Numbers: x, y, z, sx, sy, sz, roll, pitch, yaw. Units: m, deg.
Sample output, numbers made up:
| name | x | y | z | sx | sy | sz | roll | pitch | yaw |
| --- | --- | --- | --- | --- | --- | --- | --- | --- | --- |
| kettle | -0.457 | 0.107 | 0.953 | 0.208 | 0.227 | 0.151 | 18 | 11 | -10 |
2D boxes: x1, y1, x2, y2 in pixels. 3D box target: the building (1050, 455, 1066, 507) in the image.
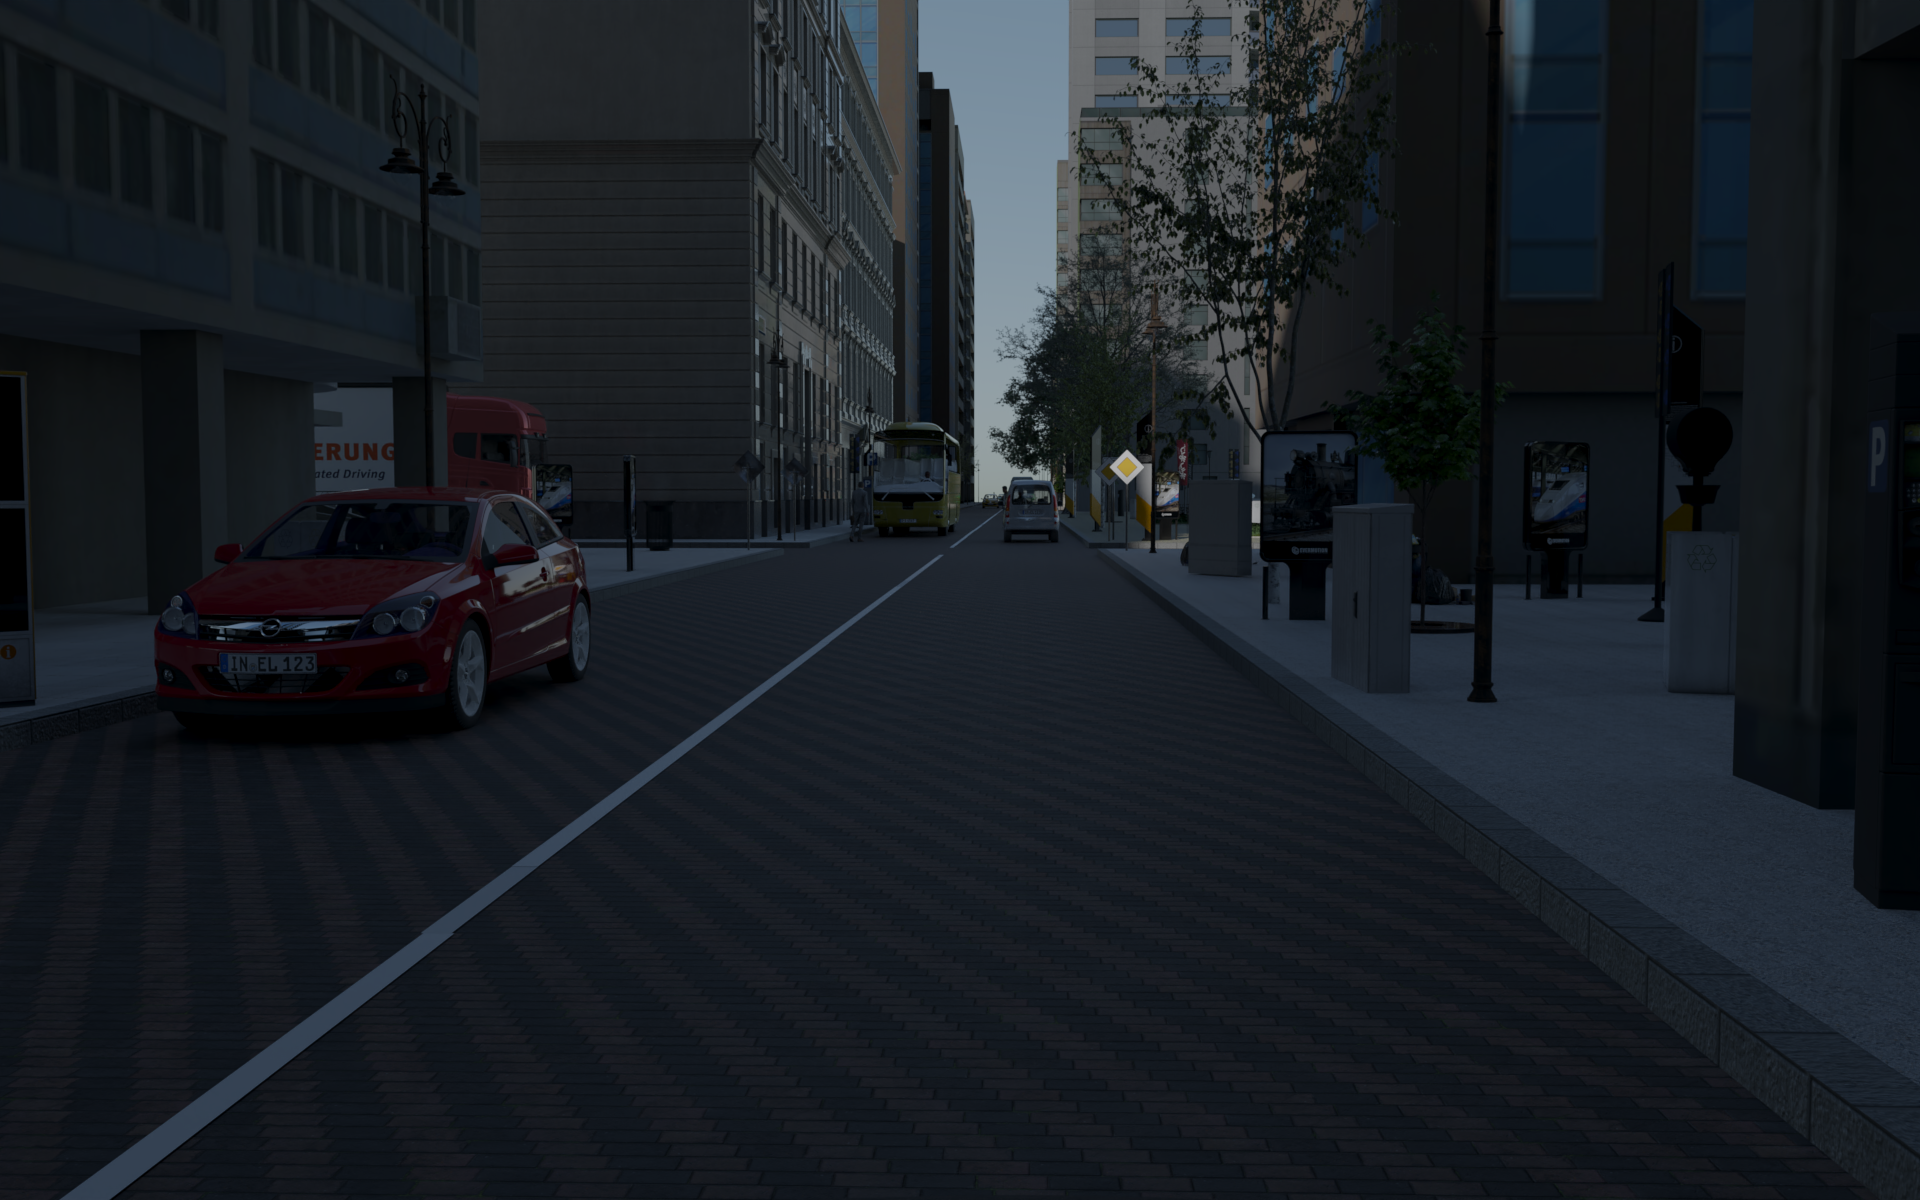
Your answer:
| name | x | y | z | sx | sy | sz | roll | pitch | yaw |
| --- | --- | --- | --- | --- | --- | --- | --- | --- | --- |
| building | 26.350 | -23.915 | 236.042 | 27.650 | 21.520 | 28.899 | 0 | 4 | 2 |

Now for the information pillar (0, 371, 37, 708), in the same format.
| name | x | y | z | sx | sy | sz | roll | pitch | yaw |
| --- | --- | --- | --- | --- | --- | --- | --- | --- | --- |
| information pillar | -5.805 | -0.364 | 10.439 | 0.304 | 2.012 | 0.304 | 3 | 5 | 45 |

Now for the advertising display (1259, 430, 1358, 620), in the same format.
| name | x | y | z | sx | sy | sz | roll | pitch | yaw |
| --- | --- | --- | --- | --- | --- | --- | --- | --- | --- |
| advertising display | 3.537 | -0.757 | 17.593 | 0.974 | 1.923 | 0.123 | 1 | 4 | 10 |

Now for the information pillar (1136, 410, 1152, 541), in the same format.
| name | x | y | z | sx | sy | sz | roll | pitch | yaw |
| --- | --- | --- | --- | --- | --- | --- | --- | --- | --- |
| information pillar | 5.077 | -3.428 | 47.396 | 0.504 | 3.616 | 0.183 | 1 | 4 | 9 |

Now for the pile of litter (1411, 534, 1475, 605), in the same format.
| name | x | y | z | sx | sy | sz | roll | pitch | yaw |
| --- | --- | --- | --- | --- | --- | --- | --- | --- | --- |
| pile of litter | 5.437 | -0.408 | 20.631 | 1.176 | 0.858 | 1.719 | -2 | 4 | -31 |

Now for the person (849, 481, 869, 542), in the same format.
| name | x | y | z | sx | sy | sz | roll | pitch | yaw |
| --- | --- | --- | --- | --- | --- | --- | --- | --- | --- |
| person | -3.020 | -2.660 | 52.106 | 0.709 | 1.813 | 0.853 | 2 | 4 | 23 |

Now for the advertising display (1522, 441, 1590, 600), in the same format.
| name | x | y | z | sx | sy | sz | roll | pitch | yaw |
| --- | --- | --- | --- | --- | --- | --- | --- | --- | --- |
| advertising display | 7.287 | -0.976 | 21.178 | 0.974 | 1.923 | 0.123 | -2 | 4 | -26 |

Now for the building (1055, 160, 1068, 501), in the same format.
| name | x | y | z | sx | sy | sz | roll | pitch | yaw |
| --- | --- | --- | --- | --- | --- | --- | --- | --- | --- |
| building | 18.872 | -32.456 | 214.244 | 14.154 | 41.232 | 14.086 | 0 | 4 | 2 |

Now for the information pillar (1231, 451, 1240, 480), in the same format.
| name | x | y | z | sx | sy | sz | roll | pitch | yaw |
| --- | --- | --- | --- | --- | --- | --- | --- | --- | --- |
| information pillar | 15.004 | -6.302 | 94.397 | 0.504 | 3.616 | 0.183 | -1 | 4 | -10 |

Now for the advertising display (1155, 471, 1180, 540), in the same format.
| name | x | y | z | sx | sy | sz | roll | pitch | yaw |
| --- | --- | --- | --- | --- | --- | --- | --- | --- | --- |
| advertising display | 5.733 | -2.636 | 48.307 | 0.974 | 1.923 | 0.123 | -3 | 4 | -36 |

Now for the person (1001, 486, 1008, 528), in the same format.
| name | x | y | z | sx | sy | sz | roll | pitch | yaw |
| --- | --- | --- | --- | --- | --- | --- | --- | --- | --- |
| person | 1.972 | -3.913 | 72.826 | 0.721 | 1.781 | 0.623 | -3 | 5 | -39 |

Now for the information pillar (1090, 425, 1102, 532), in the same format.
| name | x | y | z | sx | sy | sz | roll | pitch | yaw |
| --- | --- | --- | --- | --- | --- | --- | --- | --- | --- |
| information pillar | 4.625 | -4.138 | 59.008 | 0.183 | 3.616 | 0.504 | 3 | 5 | 45 |

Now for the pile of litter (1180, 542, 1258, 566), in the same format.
| name | x | y | z | sx | sy | sz | roll | pitch | yaw |
| --- | --- | --- | --- | --- | --- | --- | --- | --- | --- |
| pile of litter | 4.693 | -1.059 | 31.286 | 1.719 | 0.858 | 1.176 | -2 | 4 | -25 |

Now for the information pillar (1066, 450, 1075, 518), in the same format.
| name | x | y | z | sx | sy | sz | roll | pitch | yaw |
| --- | --- | --- | --- | --- | --- | --- | --- | --- | --- |
| information pillar | 5.897 | -6.206 | 92.822 | 0.504 | 3.616 | 0.183 | 2 | 4 | 32 |

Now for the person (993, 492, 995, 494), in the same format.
| name | x | y | z | sx | sy | sz | roll | pitch | yaw |
| --- | --- | --- | --- | --- | --- | --- | --- | --- | --- |
| person | 5.188 | -15.794 | 267.421 | 1.217 | 1.739 | 0.721 | 3 | 4 | 36 |

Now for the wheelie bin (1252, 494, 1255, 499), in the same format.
| name | x | y | z | sx | sy | sz | roll | pitch | yaw |
| --- | --- | --- | --- | --- | --- | --- | --- | --- | --- |
| wheelie bin | 11.119 | -3.688 | 68.209 | 0.980 | 1.594 | 0.693 | 1 | 4 | 13 |

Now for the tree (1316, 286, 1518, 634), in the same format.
| name | x | y | z | sx | sy | sz | roll | pitch | yaw |
| --- | --- | --- | --- | --- | --- | --- | --- | --- | --- |
| tree | 4.418 | -1.319 | 16.162 | 1.663 | 3.219 | 1.824 | 0 | 3 | 0 |

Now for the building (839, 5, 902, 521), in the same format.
| name | x | y | z | sx | sy | sz | roll | pitch | yaw |
| --- | --- | --- | --- | --- | --- | --- | --- | --- | --- |
| building | -13.011 | -19.486 | 95.015 | 17.030 | 29.872 | 44.131 | 0 | 4 | 2 |

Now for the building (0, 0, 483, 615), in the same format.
| name | x | y | z | sx | sy | sz | roll | pitch | yaw |
| --- | --- | --- | --- | --- | --- | --- | --- | --- | --- |
| building | -19.110 | -20.045 | 19.612 | 23.993 | 40.220 | 32.217 | 0 | 4 | 2 |

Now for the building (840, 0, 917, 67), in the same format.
| name | x | y | z | sx | sy | sz | roll | pitch | yaw |
| --- | --- | --- | --- | --- | --- | --- | --- | --- | --- |
| building | -10.518 | -29.310 | 129.335 | 14.600 | 45.320 | 14.200 | 0 | 4 | 2 |

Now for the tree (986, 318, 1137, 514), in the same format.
| name | x | y | z | sx | sy | sz | roll | pitch | yaw |
| --- | --- | --- | --- | --- | --- | --- | --- | --- | --- |
| tree | 6.865 | -11.847 | 110.704 | 9.611 | 12.733 | 9.660 | 0 | 3 | 0 |

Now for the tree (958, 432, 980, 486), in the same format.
| name | x | y | z | sx | sy | sz | roll | pitch | yaw |
| --- | --- | --- | --- | --- | --- | --- | --- | --- | --- |
| tree | 0.059 | -15.238 | 199.509 | 4.360 | 8.622 | 3.978 | 0 | 3 | 0 |

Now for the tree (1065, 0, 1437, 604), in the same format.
| name | x | y | z | sx | sy | sz | roll | pitch | yaw |
| --- | --- | --- | --- | --- | --- | --- | --- | --- | --- |
| tree | 3.589 | -4.278 | 20.308 | 4.360 | 8.622 | 3.978 | 0 | 3 | 0 |

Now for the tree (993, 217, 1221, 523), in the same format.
| name | x | y | z | sx | sy | sz | roll | pitch | yaw |
| --- | --- | --- | --- | --- | --- | --- | --- | --- | --- |
| tree | 6.654 | -10.250 | 77.960 | 12.009 | 13.543 | 11.850 | 0 | 3 | 0 |

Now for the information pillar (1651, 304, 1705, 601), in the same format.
| name | x | y | z | sx | sy | sz | roll | pitch | yaw |
| --- | --- | --- | --- | --- | --- | --- | --- | --- | --- |
| information pillar | 8.557 | -1.789 | 20.603 | 0.183 | 3.616 | 0.504 | -3 | 5 | -45 |

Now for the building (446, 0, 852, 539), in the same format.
| name | x | y | z | sx | sy | sz | roll | pitch | yaw |
| --- | --- | --- | --- | --- | --- | --- | --- | --- | --- |
| building | -11.015 | -16.097 | 60.444 | 12.463 | 27.353 | 25.104 | 0 | 4 | 2 |

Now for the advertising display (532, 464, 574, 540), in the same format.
| name | x | y | z | sx | sy | sz | roll | pitch | yaw |
| --- | --- | --- | --- | --- | --- | --- | --- | --- | --- |
| advertising display | -8.709 | -1.949 | 37.077 | 0.123 | 1.923 | 0.974 | 3 | 5 | 40 |

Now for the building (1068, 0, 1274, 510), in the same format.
| name | x | y | z | sx | sy | sz | roll | pitch | yaw |
| --- | --- | --- | --- | --- | --- | --- | --- | --- | --- |
| building | 20.046 | -37.352 | 152.705 | 21.231 | 58.520 | 28.212 | 0 | 4 | 2 |

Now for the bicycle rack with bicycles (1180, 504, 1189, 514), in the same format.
| name | x | y | z | sx | sy | sz | roll | pitch | yaw |
| --- | --- | --- | --- | --- | --- | --- | --- | --- | --- |
| bicycle rack with bicycles | 12.346 | -4.731 | 90.740 | 2.925 | 0.926 | 2.852 | 2 | 4 | 27 |

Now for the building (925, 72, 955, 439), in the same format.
| name | x | y | z | sx | sy | sz | roll | pitch | yaw |
| --- | --- | --- | --- | --- | --- | --- | --- | --- | --- |
| building | -7.737 | -32.921 | 188.373 | 14.600 | 45.320 | 14.200 | 0 | 4 | 2 |

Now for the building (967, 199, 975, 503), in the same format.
| name | x | y | z | sx | sy | sz | roll | pitch | yaw |
| --- | --- | --- | --- | --- | --- | --- | --- | --- | --- |
| building | -8.679 | -39.507 | 269.643 | 21.300 | 48.544 | 21.600 | 0 | 4 | 2 |

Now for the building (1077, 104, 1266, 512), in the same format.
| name | x | y | z | sx | sy | sz | roll | pitch | yaw |
| --- | --- | --- | --- | --- | --- | --- | --- | --- | --- |
| building | 15.957 | -22.072 | 132.575 | 14.160 | 30.474 | 14.107 | 0 | 4 | 2 |

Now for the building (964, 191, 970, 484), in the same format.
| name | x | y | z | sx | sy | sz | roll | pitch | yaw |
| --- | --- | --- | --- | --- | --- | --- | --- | --- | --- |
| building | -9.943 | -36.030 | 243.722 | 22.147 | 44.769 | 28.867 | 0 | 4 | 2 |

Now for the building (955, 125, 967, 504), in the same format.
| name | x | y | z | sx | sy | sz | roll | pitch | yaw |
| --- | --- | --- | --- | --- | --- | --- | --- | --- | --- |
| building | -10.487 | -36.320 | 217.529 | 21.300 | 48.544 | 21.600 | 0 | 4 | 2 |

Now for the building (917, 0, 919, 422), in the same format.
| name | x | y | z | sx | sy | sz | roll | pitch | yaw |
| --- | --- | --- | --- | --- | --- | --- | --- | --- | --- |
| building | -12.308 | -44.773 | 170.288 | 20.563 | 71.187 | 20.611 | 0 | 4 | 2 |

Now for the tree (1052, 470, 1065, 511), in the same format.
| name | x | y | z | sx | sy | sz | roll | pitch | yaw |
| --- | --- | --- | --- | --- | --- | --- | --- | --- | --- |
| tree | 7.698 | -8.552 | 134.433 | 1.663 | 3.219 | 1.824 | 0 | 3 | 0 |

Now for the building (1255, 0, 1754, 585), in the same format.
| name | x | y | z | sx | sy | sz | roll | pitch | yaw |
| --- | --- | --- | --- | --- | --- | --- | --- | --- | --- |
| building | 13.154 | -23.216 | 29.695 | 14.600 | 45.320 | 14.200 | 0 | 4 | 2 |

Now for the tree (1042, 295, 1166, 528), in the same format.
| name | x | y | z | sx | sy | sz | roll | pitch | yaw |
| --- | --- | --- | --- | --- | --- | --- | --- | --- | --- |
| tree | 5.516 | -7.032 | 65.342 | 4.737 | 8.622 | 4.395 | 0 | 3 | 0 |

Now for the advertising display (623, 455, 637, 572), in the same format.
| name | x | y | z | sx | sy | sz | roll | pitch | yaw |
| --- | --- | --- | --- | --- | --- | --- | --- | --- | --- |
| advertising display | -5.519 | -1.454 | 28.986 | 0.123 | 1.923 | 0.974 | 0 | 4 | -5 |
